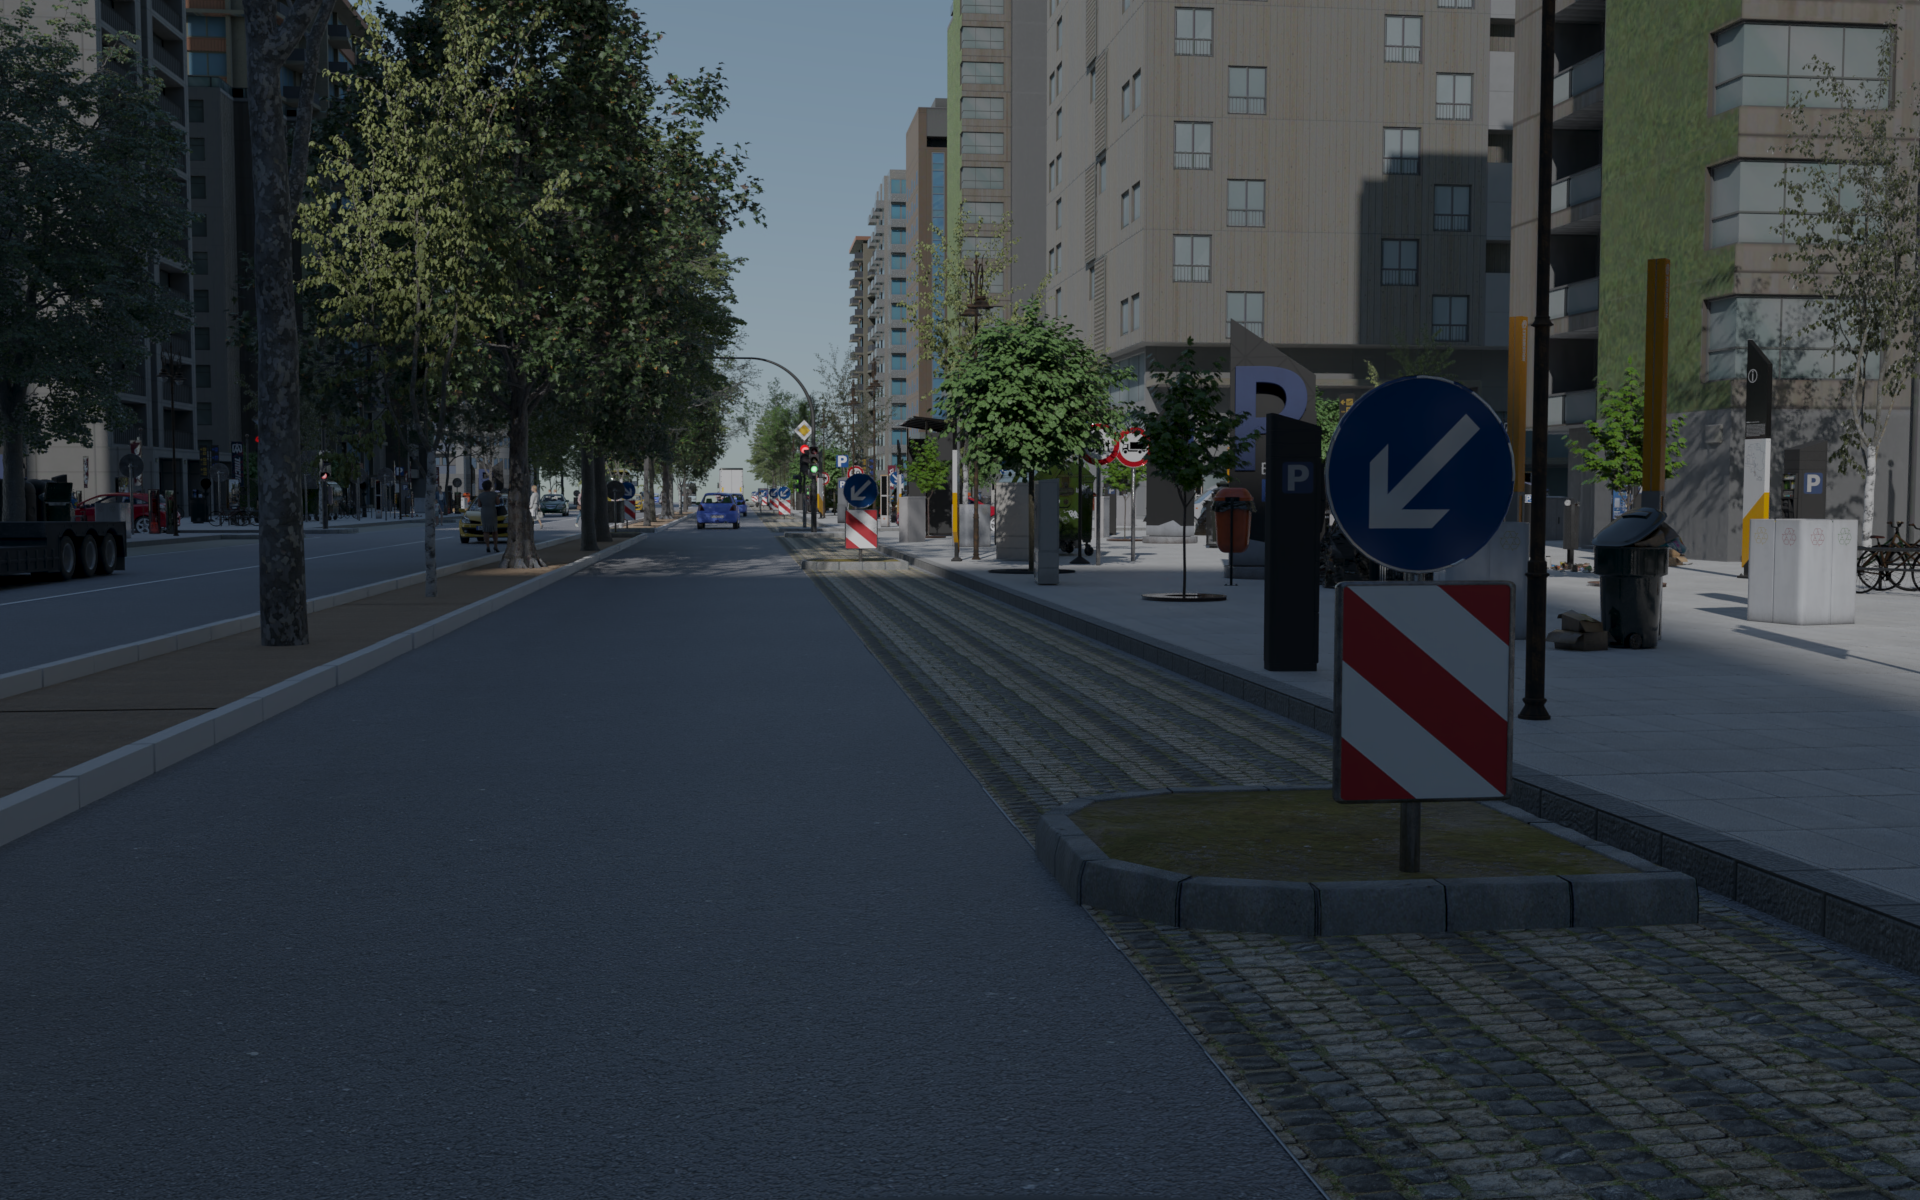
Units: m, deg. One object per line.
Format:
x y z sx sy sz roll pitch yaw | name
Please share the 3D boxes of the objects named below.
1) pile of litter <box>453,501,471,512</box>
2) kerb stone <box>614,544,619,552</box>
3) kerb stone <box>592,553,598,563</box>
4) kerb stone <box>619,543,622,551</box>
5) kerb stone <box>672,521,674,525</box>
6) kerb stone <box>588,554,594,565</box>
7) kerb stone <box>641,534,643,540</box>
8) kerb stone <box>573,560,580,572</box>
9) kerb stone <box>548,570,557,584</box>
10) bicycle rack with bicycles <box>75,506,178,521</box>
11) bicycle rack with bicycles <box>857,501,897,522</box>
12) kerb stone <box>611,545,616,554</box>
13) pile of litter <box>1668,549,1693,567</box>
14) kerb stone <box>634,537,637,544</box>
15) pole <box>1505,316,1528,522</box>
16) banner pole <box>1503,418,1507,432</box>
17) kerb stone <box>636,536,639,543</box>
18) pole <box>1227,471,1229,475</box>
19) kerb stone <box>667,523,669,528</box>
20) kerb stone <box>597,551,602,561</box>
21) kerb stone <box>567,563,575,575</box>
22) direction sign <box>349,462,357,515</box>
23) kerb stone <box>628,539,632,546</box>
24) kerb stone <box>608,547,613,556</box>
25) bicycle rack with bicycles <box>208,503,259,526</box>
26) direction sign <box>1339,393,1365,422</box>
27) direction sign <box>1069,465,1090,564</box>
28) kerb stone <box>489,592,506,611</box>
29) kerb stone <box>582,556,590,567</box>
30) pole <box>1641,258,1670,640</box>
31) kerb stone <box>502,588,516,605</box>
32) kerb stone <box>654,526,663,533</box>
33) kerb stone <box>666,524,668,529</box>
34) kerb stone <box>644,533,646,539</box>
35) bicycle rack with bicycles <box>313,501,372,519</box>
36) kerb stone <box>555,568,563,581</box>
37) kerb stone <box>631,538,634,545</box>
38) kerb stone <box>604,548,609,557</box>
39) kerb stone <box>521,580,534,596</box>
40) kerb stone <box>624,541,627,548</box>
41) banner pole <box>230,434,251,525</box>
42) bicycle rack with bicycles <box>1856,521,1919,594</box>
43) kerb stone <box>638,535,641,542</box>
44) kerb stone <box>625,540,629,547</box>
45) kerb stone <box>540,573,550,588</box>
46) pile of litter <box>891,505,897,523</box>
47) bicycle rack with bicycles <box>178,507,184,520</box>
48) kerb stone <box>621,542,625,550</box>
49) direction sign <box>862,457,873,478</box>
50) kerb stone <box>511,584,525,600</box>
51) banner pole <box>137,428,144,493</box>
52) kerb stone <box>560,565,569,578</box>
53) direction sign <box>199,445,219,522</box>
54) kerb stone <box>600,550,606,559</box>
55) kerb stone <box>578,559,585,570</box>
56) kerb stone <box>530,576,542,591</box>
-35.981 -6.763 124.540 1.719 0.858 1.176 0 4 -2 | pile of litter
-8.431 -1.209 41.958 0.120 0.150 1.000 0 4 -7 | kerb stone
-7.642 -0.830 35.841 0.120 0.150 1.000 0 4 -7 | kerb stone
-8.554 -1.270 42.975 0.120 0.150 1.000 0 4 -7 | kerb stone
-12.763 -3.293 76.040 0.120 0.150 1.000 0 4 -7 | kerb stone
-7.517 -0.772 34.821 0.120 0.150 1.000 0 4 -7 | kerb stone
-9.712 -1.827 52.125 0.120 0.150 1.000 0 4 -7 | kerb stone
-7.124 -0.585 31.765 0.120 0.150 1.000 0 4 -7 | kerb stone
-6.606 -0.336 27.693 0.120 0.150 1.000 0 4 -7 | kerb stone
-36.137 -3.757 74.811 2.852 0.926 2.925 2 4 26 | bicycle rack with bicycles
-3.726 -4.073 79.977 2.852 0.926 2.925 0 4 -2 | bicycle rack with bicycles
-8.295 -1.146 40.939 0.120 0.150 1.000 0 4 -7 | kerb stone
12.498 -1.044 31.040 1.719 0.858 1.176 -1 4 -22 | pile of litter
-9.325 -1.644 49.075 0.120 0.150 1.000 0 4 -7 | kerb stone
6.415 -1.599 19.990 0.158 3.312 0.155 0 3 0 | pole
15.950 -3.678 50.146 0.401 3.779 0.863 -1 4 -21 | banner pole
-9.458 -1.706 50.096 0.120 0.150 1.000 0 4 -7 | kerb stone
11.712 -4.983 75.319 0.158 3.312 0.155 0 3 0 | pole
-12.110 -2.982 70.954 0.120 0.150 1.000 0 4 -7 | kerb stone
-7.782 -0.897 36.853 0.120 0.150 1.000 0 4 -7 | kerb stone
-6.992 -0.523 30.752 0.120 0.150 1.000 0 4 -7 | kerb stone
-37.992 -7.120 108.402 0.876 3.537 0.379 2 4 32 | direction sign
-9.066 -1.517 47.042 0.120 0.150 1.000 0 4 -7 | kerb stone
-8.162 -1.082 39.913 0.120 0.150 1.000 0 4 -7 | kerb stone
-28.523 -3.449 69.766 2.925 0.926 2.852 -1 4 -13 | bicycle rack with bicycles
8.953 -2.873 38.965 0.876 3.537 0.379 2 4 25 | direction sign
2.206 -2.433 31.783 0.379 3.537 0.876 3 5 40 | direction sign
-5.819 0.037 21.587 0.120 0.150 1.000 0 4 -7 | kerb stone
-7.381 -0.709 33.802 0.120 0.150 1.000 0 4 -7 | kerb stone
6.063 -1.302 15.125 0.158 3.312 0.155 0 3 0 | pole
-5.956 -0.022 22.601 0.120 0.150 1.000 0 4 -7 | kerb stone
-11.467 -2.668 65.856 0.120 0.150 1.000 0 4 -7 | kerb stone
-11.986 -2.919 69.931 0.120 0.150 1.000 0 4 -7 | kerb stone
-9.978 -1.956 54.175 0.120 0.150 1.000 0 4 -7 | kerb stone
-32.361 -4.771 91.384 2.925 0.926 2.852 3 5 41 | bicycle rack with bicycles
-6.733 -0.398 28.711 0.120 0.150 1.000 0 4 -7 | kerb stone
-9.207 -1.582 48.060 0.120 0.150 1.000 0 4 -7 | kerb stone
-8.033 -1.016 38.899 0.120 0.150 1.000 0 4 -7 | kerb stone
-6.214 -0.149 24.632 0.120 0.150 1.000 0 4 -7 | kerb stone
-8.813 -1.393 45.010 0.120 0.150 1.000 0 4 -7 | kerb stone
-29.978 -5.034 72.326 0.863 3.779 0.401 -1 4 -22 | banner pole
12.266 -0.544 22.275 2.852 0.926 2.925 -3 4 -38 | bicycle rack with bicycles
-9.585 -1.764 51.111 0.120 0.150 1.000 0 4 -7 | kerb stone
-8.944 -1.456 46.027 0.120 0.150 1.000 0 4 -7 | kerb stone
-6.474 -0.274 26.680 0.120 0.150 1.000 0 4 -7 | kerb stone
-2.449 -3.874 77.298 1.176 0.858 1.719 3 4 36 | pile of litter
-39.945 -4.421 85.664 2.925 0.926 2.852 -2 4 -35 | bicycle rack with bicycles
-8.672 -1.333 43.991 0.120 0.150 1.000 0 4 -7 | kerb stone
-5.680 -7.020 106.774 0.876 3.537 0.379 1 4 20 | direction sign
-6.085 -0.087 23.616 0.120 0.150 1.000 0 4 -7 | kerb stone
-31.080 -4.629 65.698 0.401 3.779 0.863 -3 4 -37 | banner pole
-6.862 -0.457 29.732 0.120 0.150 1.000 0 4 -7 | kerb stone
-34.729 -5.394 80.196 0.876 3.537 0.379 0 4 -2 | direction sign
-7.901 -0.956 37.885 0.120 0.150 1.000 0 4 -7 | kerb stone
-7.252 -0.643 32.788 0.120 0.150 1.000 0 4 -7 | kerb stone
-6.347 -0.212 25.654 0.120 0.150 1.000 0 4 -7 | kerb stone
